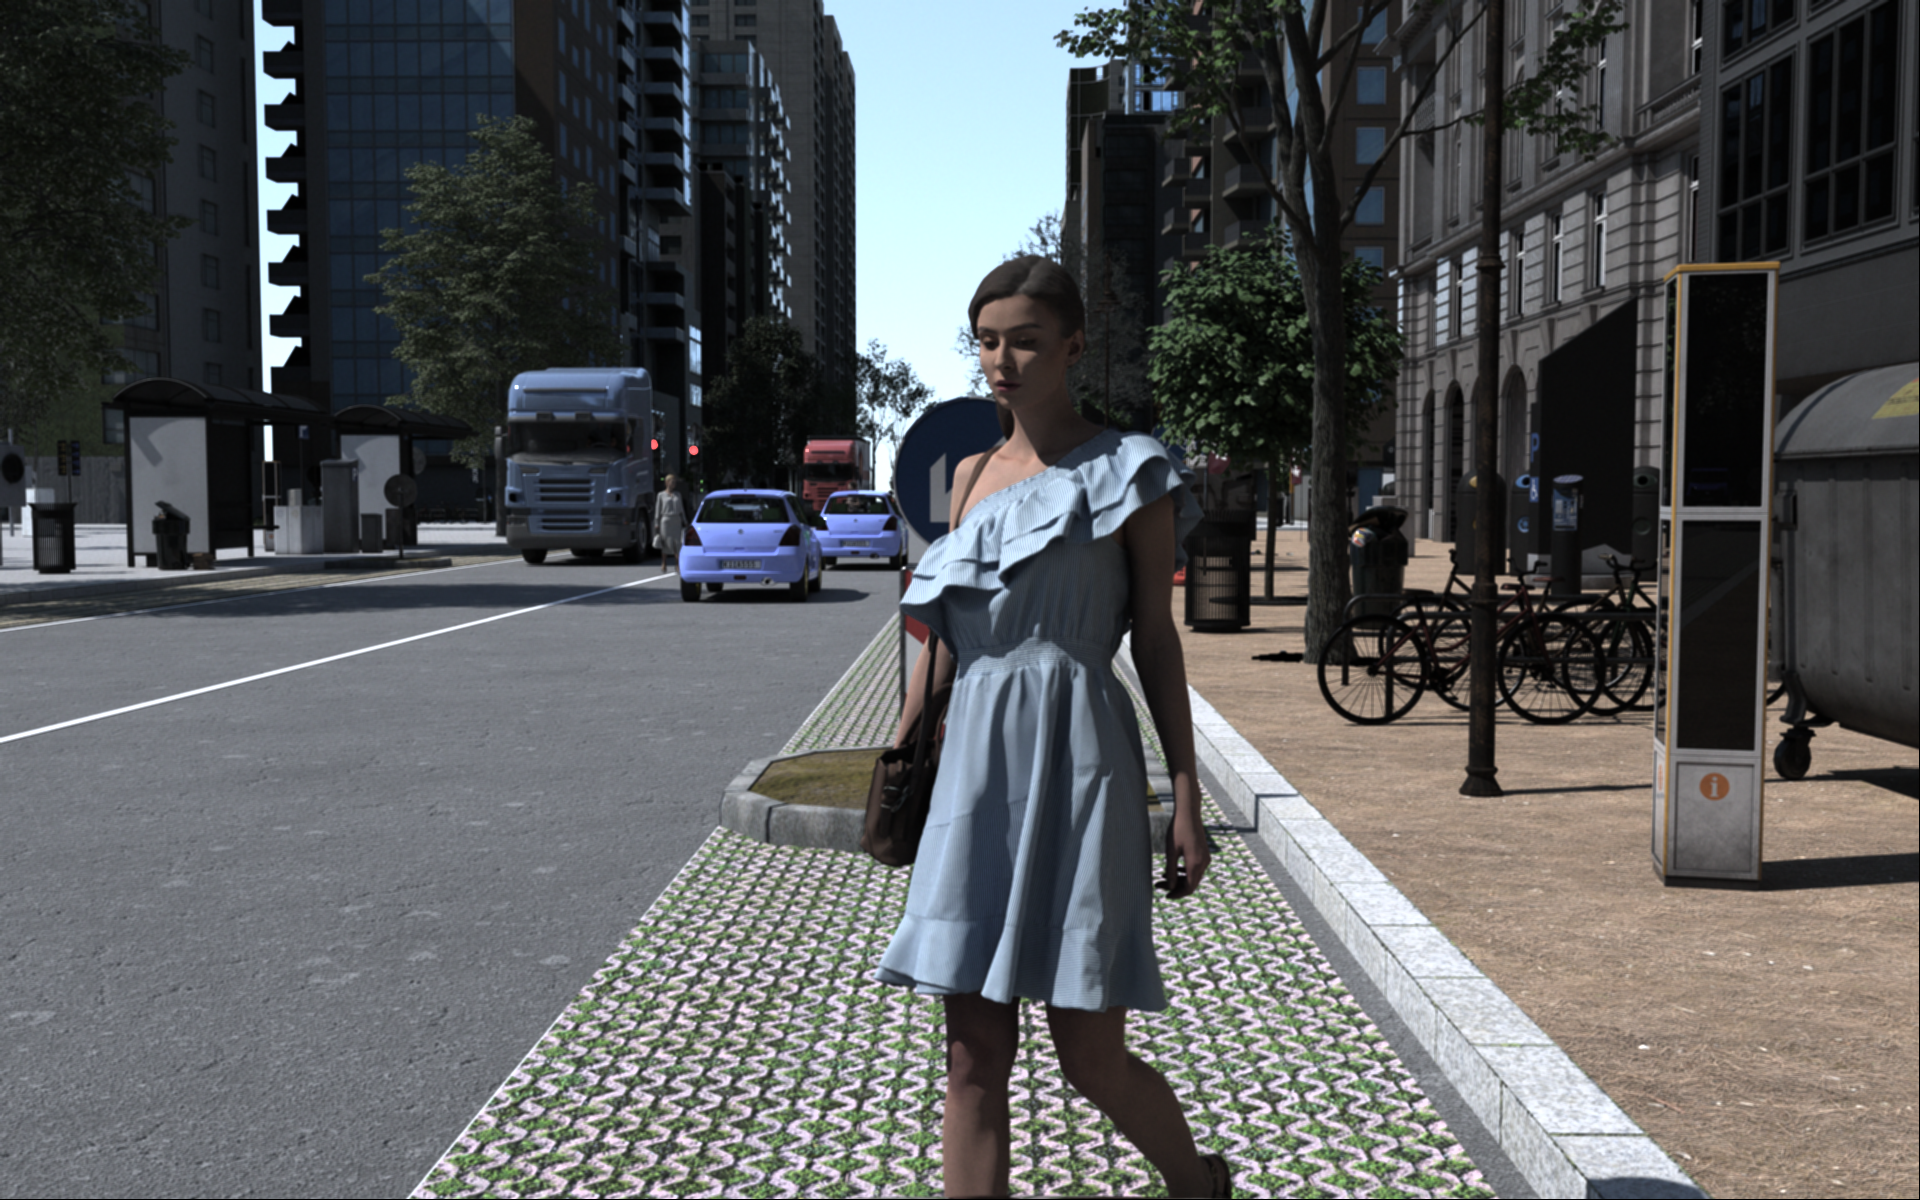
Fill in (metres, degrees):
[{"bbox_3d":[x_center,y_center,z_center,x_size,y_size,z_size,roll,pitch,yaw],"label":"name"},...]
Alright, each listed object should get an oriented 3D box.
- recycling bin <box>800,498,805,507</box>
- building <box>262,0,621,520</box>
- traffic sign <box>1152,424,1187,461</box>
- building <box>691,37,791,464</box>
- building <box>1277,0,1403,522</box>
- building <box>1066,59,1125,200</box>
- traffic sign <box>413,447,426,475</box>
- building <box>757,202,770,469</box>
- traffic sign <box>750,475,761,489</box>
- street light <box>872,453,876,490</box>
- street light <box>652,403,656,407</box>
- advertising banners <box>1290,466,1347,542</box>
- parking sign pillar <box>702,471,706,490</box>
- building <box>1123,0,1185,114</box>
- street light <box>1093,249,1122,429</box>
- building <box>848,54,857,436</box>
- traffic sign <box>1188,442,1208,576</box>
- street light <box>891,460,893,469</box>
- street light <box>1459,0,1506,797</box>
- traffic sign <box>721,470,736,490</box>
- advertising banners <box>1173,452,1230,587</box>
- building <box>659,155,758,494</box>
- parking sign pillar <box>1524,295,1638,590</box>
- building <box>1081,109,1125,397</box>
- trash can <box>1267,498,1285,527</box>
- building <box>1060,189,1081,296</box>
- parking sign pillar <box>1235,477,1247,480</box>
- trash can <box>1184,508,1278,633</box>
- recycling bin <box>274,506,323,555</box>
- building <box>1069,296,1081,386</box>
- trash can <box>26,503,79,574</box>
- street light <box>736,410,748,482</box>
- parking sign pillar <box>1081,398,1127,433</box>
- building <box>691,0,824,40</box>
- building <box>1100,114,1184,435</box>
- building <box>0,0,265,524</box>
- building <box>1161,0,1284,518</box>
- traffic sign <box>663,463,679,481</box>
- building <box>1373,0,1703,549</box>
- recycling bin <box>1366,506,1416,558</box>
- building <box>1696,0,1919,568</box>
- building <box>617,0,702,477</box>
[{"bbox_3d":[-11.229,-6.981,126.686,0.722,1.027,0.722,2,4,35],"label":"recycling bin"},{"bbox_3d":[-26.133,-26.889,89.745,14.600,45.320,14.200,0,4,1],"label":"building"},{"bbox_3d":[3.465,-1.703,27.949,0.768,2.556,0.104,0,4,7],"label":"traffic sign"},{"bbox_3d":[-30.286,-34.685,186.707,23.786,49.044,30.456,0,4,1],"label":"building"},{"bbox_3d":[22.860,-26.267,79.572,14.200,45.320,14.600,0,4,1],"label":"building"},{"bbox_3d":[26.066,-52.099,290.062,20.563,71.187,20.611,0,4,1],"label":"building"},{"bbox_3d":[-14.657,-2.826,46.312,0.768,2.556,0.104,0,4,4],"label":"traffic sign"},{"bbox_3d":[-25.914,-24.027,164.535,14.160,30.474,14.107,0,4,1],"label":"building"},{"bbox_3d":[-13.498,-6.991,114.416,0.768,2.556,0.104,1,4,11],"label":"traffic sign"},{"bbox_3d":[-9.651,-13.648,195.938,0.468,5.910,1.993,0,4,1],"label":"street light"},{"bbox_3d":[-12.364,-5.846,68.368,0.468,5.910,1.993,0,4,1],"label":"street light"},{"bbox_3d":[9.452,-3.042,45.926,0.090,3.025,2.074,-3,4,-36],"label":"advertising banners"},{"bbox_3d":[-21.399,-9.355,141.430,1.447,3.967,1.447,-3,5,-40],"label":"parking sign pillar"},{"bbox_3d":[25.591,-52.953,178.448,22.319,86.520,31.000,0,4,1],"label":"building"},{"bbox_3d":[2.789,-3.678,32.925,0.468,5.910,1.993,0,4,1],"label":"street light"},{"bbox_3d":[-26.200,-50.552,264.777,20.563,71.187,20.611,0,4,1],"label":"building"},{"bbox_3d":[3.856,-1.531,27.156,0.606,2.300,0.079,0,4,3],"label":"traffic sign"},{"bbox_3d":[-8.961,-15.652,228.690,0.468,5.910,1.993,0,4,1],"label":"street light"},{"bbox_3d":[2.228,-2.107,7.229,0.468,5.910,1.993,0,4,1],"label":"street light"},{"bbox_3d":[-12.245,-5.612,91.753,0.884,2.594,0.081,0,4,7],"label":"traffic sign"},{"bbox_3d":[2.993,-1.705,24.063,2.074,3.025,0.090,3,5,41],"label":"advertising banners"},{"bbox_3d":[-25.942,-23.165,150.451,14.160,30.474,14.107,0,4,1],"label":"building"},{"bbox_3d":[8.525,-2.157,23.747,1.447,3.967,1.447,0,4,-1],"label":"parking sign pillar"},{"bbox_3d":[21.393,-33.785,202.497,14.600,45.320,14.200,0,4,1],"label":"building"},{"bbox_3d":[12.275,-3.407,67.357,0.748,1.137,0.748,0,3,0],"label":"trash can"},{"bbox_3d":[26.609,-39.509,269.671,21.300,48.544,21.600,0,4,1],"label":"building"},{"bbox_3d":[13.525,-5.955,85.835,1.447,3.967,1.447,-1,4,-13],"label":"parking sign pillar"},{"bbox_3d":[2.401,-0.274,16.138,0.748,1.137,0.748,0,3,0],"label":"trash can"},{"bbox_3d":[-14.025,-1.479,36.735,0.722,1.027,0.722,1,4,15],"label":"recycling bin"},{"bbox_3d":[22.648,-29.364,251.803,14.160,30.474,14.107,0,4,1],"label":"building"},{"bbox_3d":[-14.643,-0.999,27.983,0.748,1.137,0.748,0,3,0],"label":"trash can"},{"bbox_3d":[-11.818,-7.418,94.064,0.468,5.910,1.993,0,4,1],"label":"street light"},{"bbox_3d":[4.063,-3.677,48.590,1.447,3.967,1.447,-1,4,-9],"label":"parking sign pillar"},{"bbox_3d":[-27.453,-49.295,244.227,20.563,71.187,20.611,0,4,1],"label":"building"},{"bbox_3d":[17.813,-22.220,134.994,14.160,30.474,14.107,0,4,1],"label":"building"},{"bbox_3d":[-42.153,-24.238,79.886,14.086,41.232,14.154,0,4,1],"label":"building"},{"bbox_3d":[23.777,-27.480,103.919,22.147,44.769,28.867,0,4,1],"label":"building"},{"bbox_3d":[-12.010,-4.371,71.464,0.884,2.594,0.081,0,4,3],"label":"traffic sign"},{"bbox_3d":[18.420,-12.044,38.728,13.314,21.916,24.055,0,4,1],"label":"building"},{"bbox_3d":[8.736,-1.382,35.150,0.722,1.027,0.722,-2,4,-29],"label":"recycling bin"},{"bbox_3d":[17.824,-13.520,14.565,14.314,27.812,24.014,0,4,1],"label":"building"},{"bbox_3d":[-29.875,-49.324,119.115,22.319,86.520,31.000,0,4,1],"label":"building"}]
